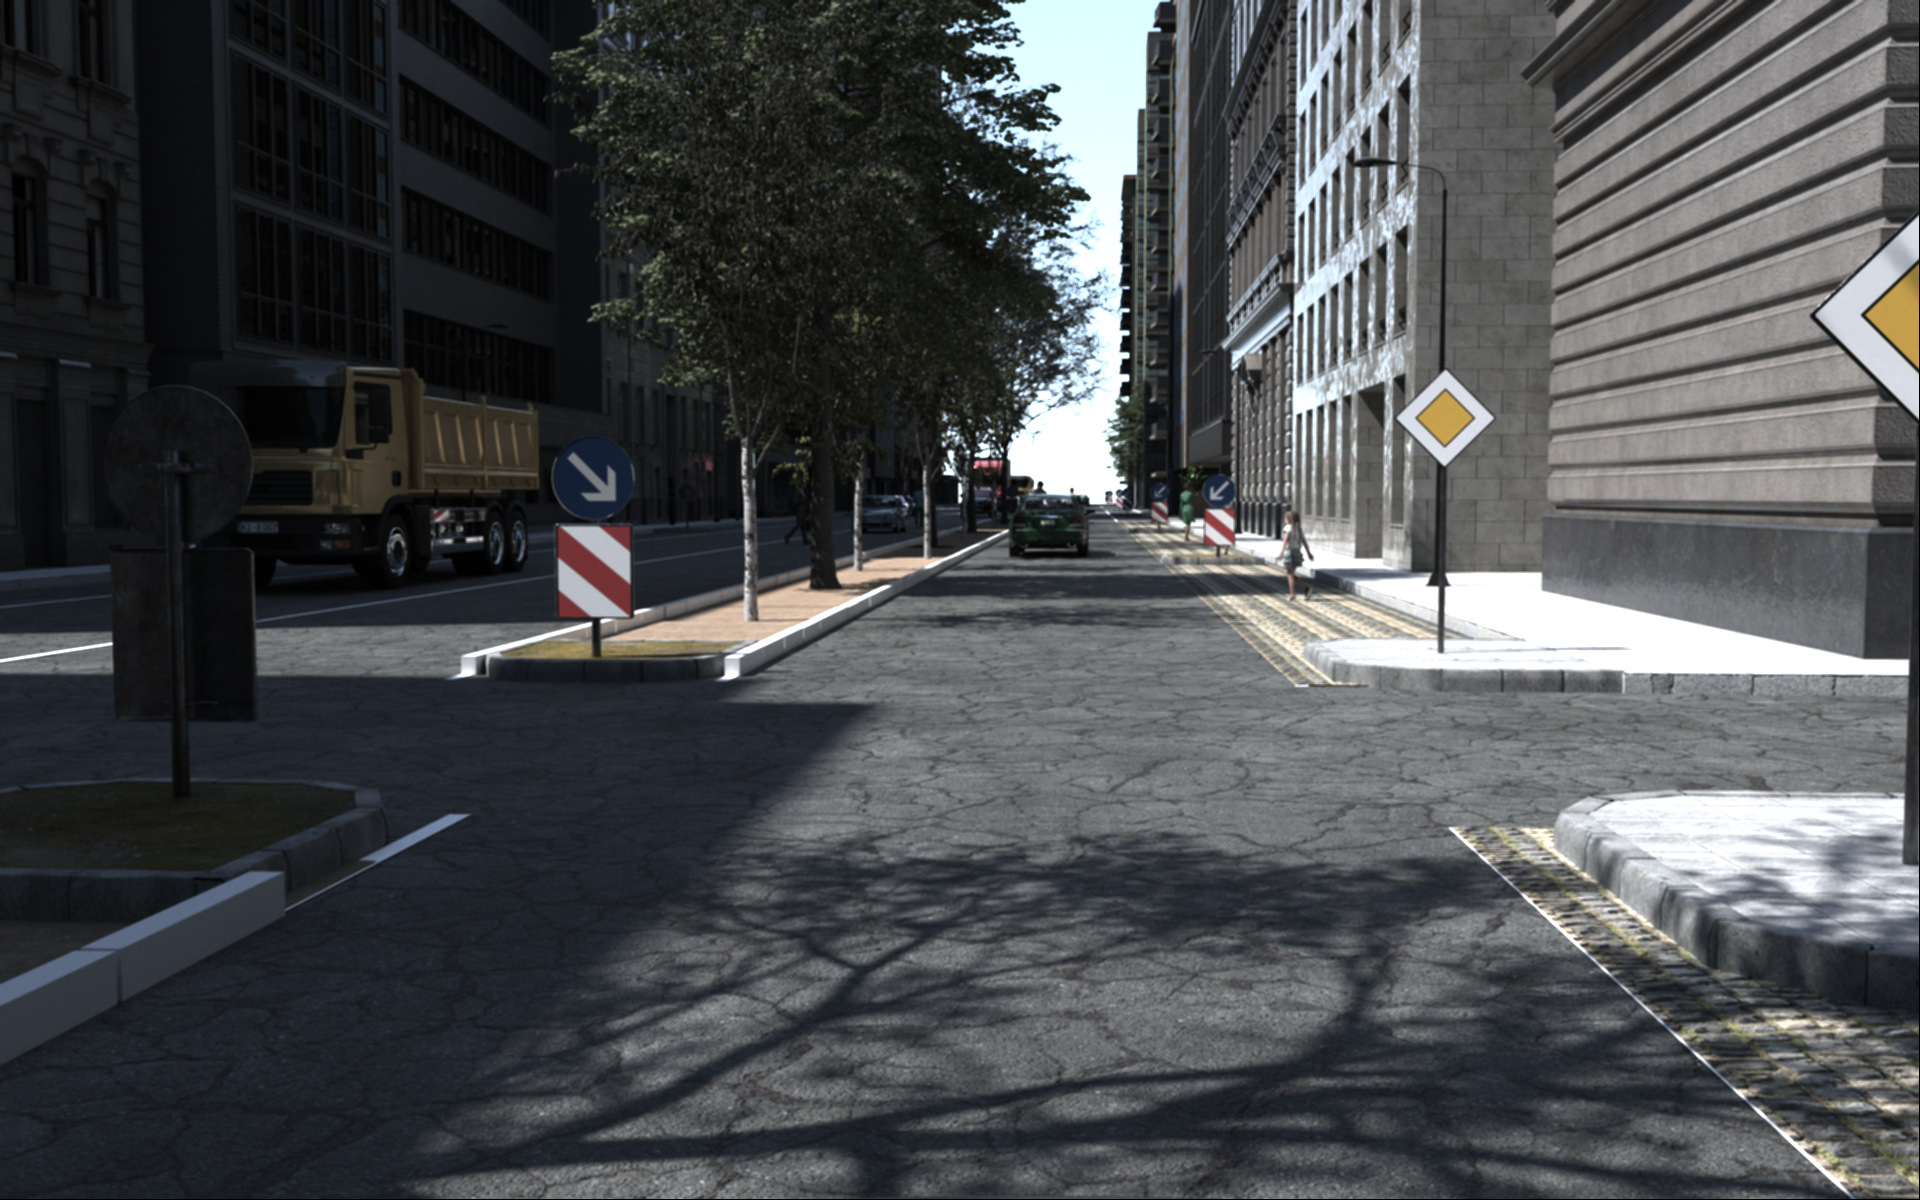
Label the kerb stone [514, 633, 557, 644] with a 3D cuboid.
[{"bbox_3d":[-3.773,0.427,15.221,0.120,0.150,1.000,0,4,4],"label":"kerb stone"}]

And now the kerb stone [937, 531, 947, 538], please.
[{"bbox_3d":[-0.633,-2.202,58.198,0.120,0.150,1.000,0,4,4],"label":"kerb stone"}]

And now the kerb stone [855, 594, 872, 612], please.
[{"bbox_3d":[-1.233,0.061,21.260,0.120,0.150,1.000,0,4,4],"label":"kerb stone"}]

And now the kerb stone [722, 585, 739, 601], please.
[{"bbox_3d":[-3.177,-0.075,23.428,0.120,0.150,1.000,0,4,4],"label":"kerb stone"}]

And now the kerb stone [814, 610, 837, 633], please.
[{"bbox_3d":[-1.448,0.245,18.183,0.120,0.150,1.000,0,4,4],"label":"kerb stone"}]

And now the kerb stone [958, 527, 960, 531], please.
[{"bbox_3d":[-0.191,-2.577,64.337,0.120,0.150,1.000,0,4,4],"label":"kerb stone"}]

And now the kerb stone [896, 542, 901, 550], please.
[{"bbox_3d":[-1.680,-1.327,43.894,0.120,0.150,1.000,0,4,4],"label":"kerb stone"}]

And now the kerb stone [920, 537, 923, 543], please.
[{"bbox_3d":[-1.238,-1.702,50.031,0.120,0.150,1.000,0,4,4],"label":"kerb stone"}]

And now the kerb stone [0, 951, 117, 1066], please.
[{"bbox_3d":[-2.463,1.090,4.368,0.120,0.150,1.000,0,4,4],"label":"kerb stone"}]

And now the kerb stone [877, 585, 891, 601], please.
[{"bbox_3d":[-1.081,-0.068,23.309,0.120,0.150,1.000,0,4,4],"label":"kerb stone"}]

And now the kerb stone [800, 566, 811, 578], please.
[{"bbox_3d":[-2.724,-0.451,29.573,0.120,0.150,1.000,0,4,4],"label":"kerb stone"}]

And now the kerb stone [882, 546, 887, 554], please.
[{"bbox_3d":[-1.906,-1.140,40.834,0.120,0.150,1.000,0,4,4],"label":"kerb stone"}]

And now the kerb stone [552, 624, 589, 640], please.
[{"bbox_3d":[-3.704,0.364,16.242,0.120,0.150,1.000,0,4,4],"label":"kerb stone"}]

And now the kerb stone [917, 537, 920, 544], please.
[{"bbox_3d":[-1.309,-1.640,49.011,0.120,0.150,1.000,0,4,4],"label":"kerb stone"}]

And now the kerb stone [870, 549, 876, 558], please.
[{"bbox_3d":[-2.060,-1.014,38.778,0.120,0.150,1.000,0,4,4],"label":"kerb stone"}]

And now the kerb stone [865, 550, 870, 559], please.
[{"bbox_3d":[-2.131,-0.951,37.749,0.120,0.150,1.000,0,4,4],"label":"kerb stone"}]

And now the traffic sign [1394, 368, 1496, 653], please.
[{"bbox_3d":[3.874,-0.628,13.904,0.795,2.450,0.064,0,4,4],"label":"traffic sign"}]

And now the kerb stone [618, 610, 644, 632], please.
[{"bbox_3d":[-3.554,0.238,18.306,0.120,0.150,1.000,0,4,4],"label":"kerb stone"}]

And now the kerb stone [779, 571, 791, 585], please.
[{"bbox_3d":[-2.877,-0.326,27.535,0.120,0.150,1.000,0,4,4],"label":"kerb stone"}]

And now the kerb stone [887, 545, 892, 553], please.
[{"bbox_3d":[-1.828,-1.202,41.856,0.120,0.150,1.000,0,4,4],"label":"kerb stone"}]

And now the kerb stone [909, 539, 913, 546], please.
[{"bbox_3d":[-1.449,-1.514,46.957,0.120,0.150,1.000,0,4,4],"label":"kerb stone"}]

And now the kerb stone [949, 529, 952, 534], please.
[{"bbox_3d":[-0.481,-2.326,60.240,0.120,0.150,1.000,0,4,4],"label":"kerb stone"}]

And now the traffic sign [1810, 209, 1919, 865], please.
[{"bbox_3d":[3.292,-0.141,5.941,0.795,2.450,0.064,0,4,4],"label":"traffic sign"}]

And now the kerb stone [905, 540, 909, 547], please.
[{"bbox_3d":[-1.534,-1.452,45.933,0.120,0.150,1.000,0,4,4],"label":"kerb stone"}]

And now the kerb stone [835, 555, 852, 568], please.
[{"bbox_3d":[-2.350,-0.764,34.683,0.120,0.150,1.000,0,4,4],"label":"kerb stone"}]

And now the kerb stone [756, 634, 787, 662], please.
[{"bbox_3d":[-1.681,0.436,15.116,0.120,0.150,1.000,0,4,4],"label":"kerb stone"}]

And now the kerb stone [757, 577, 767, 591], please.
[{"bbox_3d":[-3.022,-0.201,25.478,0.120,0.150,1.000,0,4,4],"label":"kerb stone"}]

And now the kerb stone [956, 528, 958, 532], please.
[{"bbox_3d":[-0.255,-2.512,63.315,0.120,0.150,1.000,0,4,4],"label":"kerb stone"}]

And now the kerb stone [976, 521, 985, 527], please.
[{"bbox_3d":[0.941,-3.516,79.678,0.120,0.150,1.000,0,4,4],"label":"kerb stone"}]

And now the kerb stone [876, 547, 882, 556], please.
[{"bbox_3d":[-1.978,-1.075,39.796,0.120,0.150,1.000,0,4,4],"label":"kerb stone"}]

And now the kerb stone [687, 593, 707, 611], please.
[{"bbox_3d":[-3.320,0.050,21.382,0.120,0.150,1.000,0,4,4],"label":"kerb stone"}]

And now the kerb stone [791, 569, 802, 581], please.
[{"bbox_3d":[-2.795,-0.389,28.553,0.120,0.150,1.000,0,4,4],"label":"kerb stone"}]

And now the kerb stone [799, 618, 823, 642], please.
[{"bbox_3d":[-1.523,0.312,17.164,0.120,0.150,1.000,0,4,4],"label":"kerb stone"}]

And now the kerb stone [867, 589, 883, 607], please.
[{"bbox_3d":[-1.148,-0.006,22.290,0.120,0.150,1.000,0,4,4],"label":"kerb stone"}]

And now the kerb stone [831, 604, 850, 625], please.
[{"bbox_3d":[-1.377,0.183,19.202,0.120,0.150,1.000,0,4,4],"label":"kerb stone"}]

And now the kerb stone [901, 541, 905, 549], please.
[{"bbox_3d":[-1.612,-1.389,44.914,0.120,0.150,1.000,0,4,4],"label":"kerb stone"}]

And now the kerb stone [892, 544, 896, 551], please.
[{"bbox_3d":[-1.757,-1.265,42.875,0.120,0.150,1.000,0,4,4],"label":"kerb stone"}]

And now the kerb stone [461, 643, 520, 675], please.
[{"bbox_3d":[-3.852,0.489,14.198,0.120,0.150,1.000,0,4,4],"label":"kerb stone"}]

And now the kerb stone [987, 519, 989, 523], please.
[{"bbox_3d":[1.164,-3.703,82.745,0.120,0.150,1.000,0,4,4],"label":"kerb stone"}]

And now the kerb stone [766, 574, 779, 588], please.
[{"bbox_3d":[-2.958,-0.264,26.506,0.120,0.150,1.000,0,4,4],"label":"kerb stone"}]

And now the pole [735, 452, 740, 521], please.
[{"bbox_3d":[-10.732,-5.486,83.545,0.158,3.312,0.155,0,3,0],"label":"pole"}]

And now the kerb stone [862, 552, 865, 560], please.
[{"bbox_3d":[-2.199,-0.889,36.723,0.120,0.150,1.000,0,4,4],"label":"kerb stone"}]

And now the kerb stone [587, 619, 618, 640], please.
[{"bbox_3d":[-3.631,0.301,17.270,0.120,0.150,1.000,0,4,4],"label":"kerb stone"}]

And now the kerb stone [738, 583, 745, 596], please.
[{"bbox_3d":[-3.101,-0.138,24.452,0.120,0.150,1.000,0,4,4],"label":"kerb stone"}]

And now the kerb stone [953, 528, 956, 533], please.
[{"bbox_3d":[-0.328,-2.452,62.290,0.120,0.150,1.000,0,4,4],"label":"kerb stone"}]

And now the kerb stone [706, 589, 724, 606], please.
[{"bbox_3d":[-3.253,-0.011,22.409,0.120,0.150,1.000,0,4,4],"label":"kerb stone"}]

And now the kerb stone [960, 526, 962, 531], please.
[{"bbox_3d":[-0.105,-2.640,65.365,0.120,0.150,1.000,0,4,4],"label":"kerb stone"}]

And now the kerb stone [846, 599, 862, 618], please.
[{"bbox_3d":[-1.303,0.128,20.233,0.120,0.150,1.000,0,4,4],"label":"kerb stone"}]

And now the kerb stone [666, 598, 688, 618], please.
[{"bbox_3d":[-3.395,0.115,20.353,0.120,0.150,1.000,0,4,4],"label":"kerb stone"}]

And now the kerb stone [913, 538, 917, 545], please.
[{"bbox_3d":[-1.375,-1.578,47.989,0.120,0.150,1.000,0,4,4],"label":"kerb stone"}]

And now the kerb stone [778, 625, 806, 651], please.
[{"bbox_3d":[-1.603,0.371,16.141,0.120,0.150,1.000,0,4,4],"label":"kerb stone"}]

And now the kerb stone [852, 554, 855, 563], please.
[{"bbox_3d":[-2.276,-0.826,35.703,0.120,0.150,1.000,0,4,4],"label":"kerb stone"}]

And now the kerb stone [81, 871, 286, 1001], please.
[{"bbox_3d":[-2.389,1.028,5.389,0.120,0.150,1.000,0,4,4],"label":"kerb stone"}]

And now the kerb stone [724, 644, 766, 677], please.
[{"bbox_3d":[-1.753,0.496,14.093,0.120,0.150,1.000,0,4,4],"label":"kerb stone"}]

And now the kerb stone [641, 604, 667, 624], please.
[{"bbox_3d":[-3.481,0.175,19.329,0.120,0.150,1.000,0,4,4],"label":"kerb stone"}]

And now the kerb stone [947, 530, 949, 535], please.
[{"bbox_3d":[-0.559,-2.263,59.217,0.120,0.150,1.000,0,4,4],"label":"kerb stone"}]
